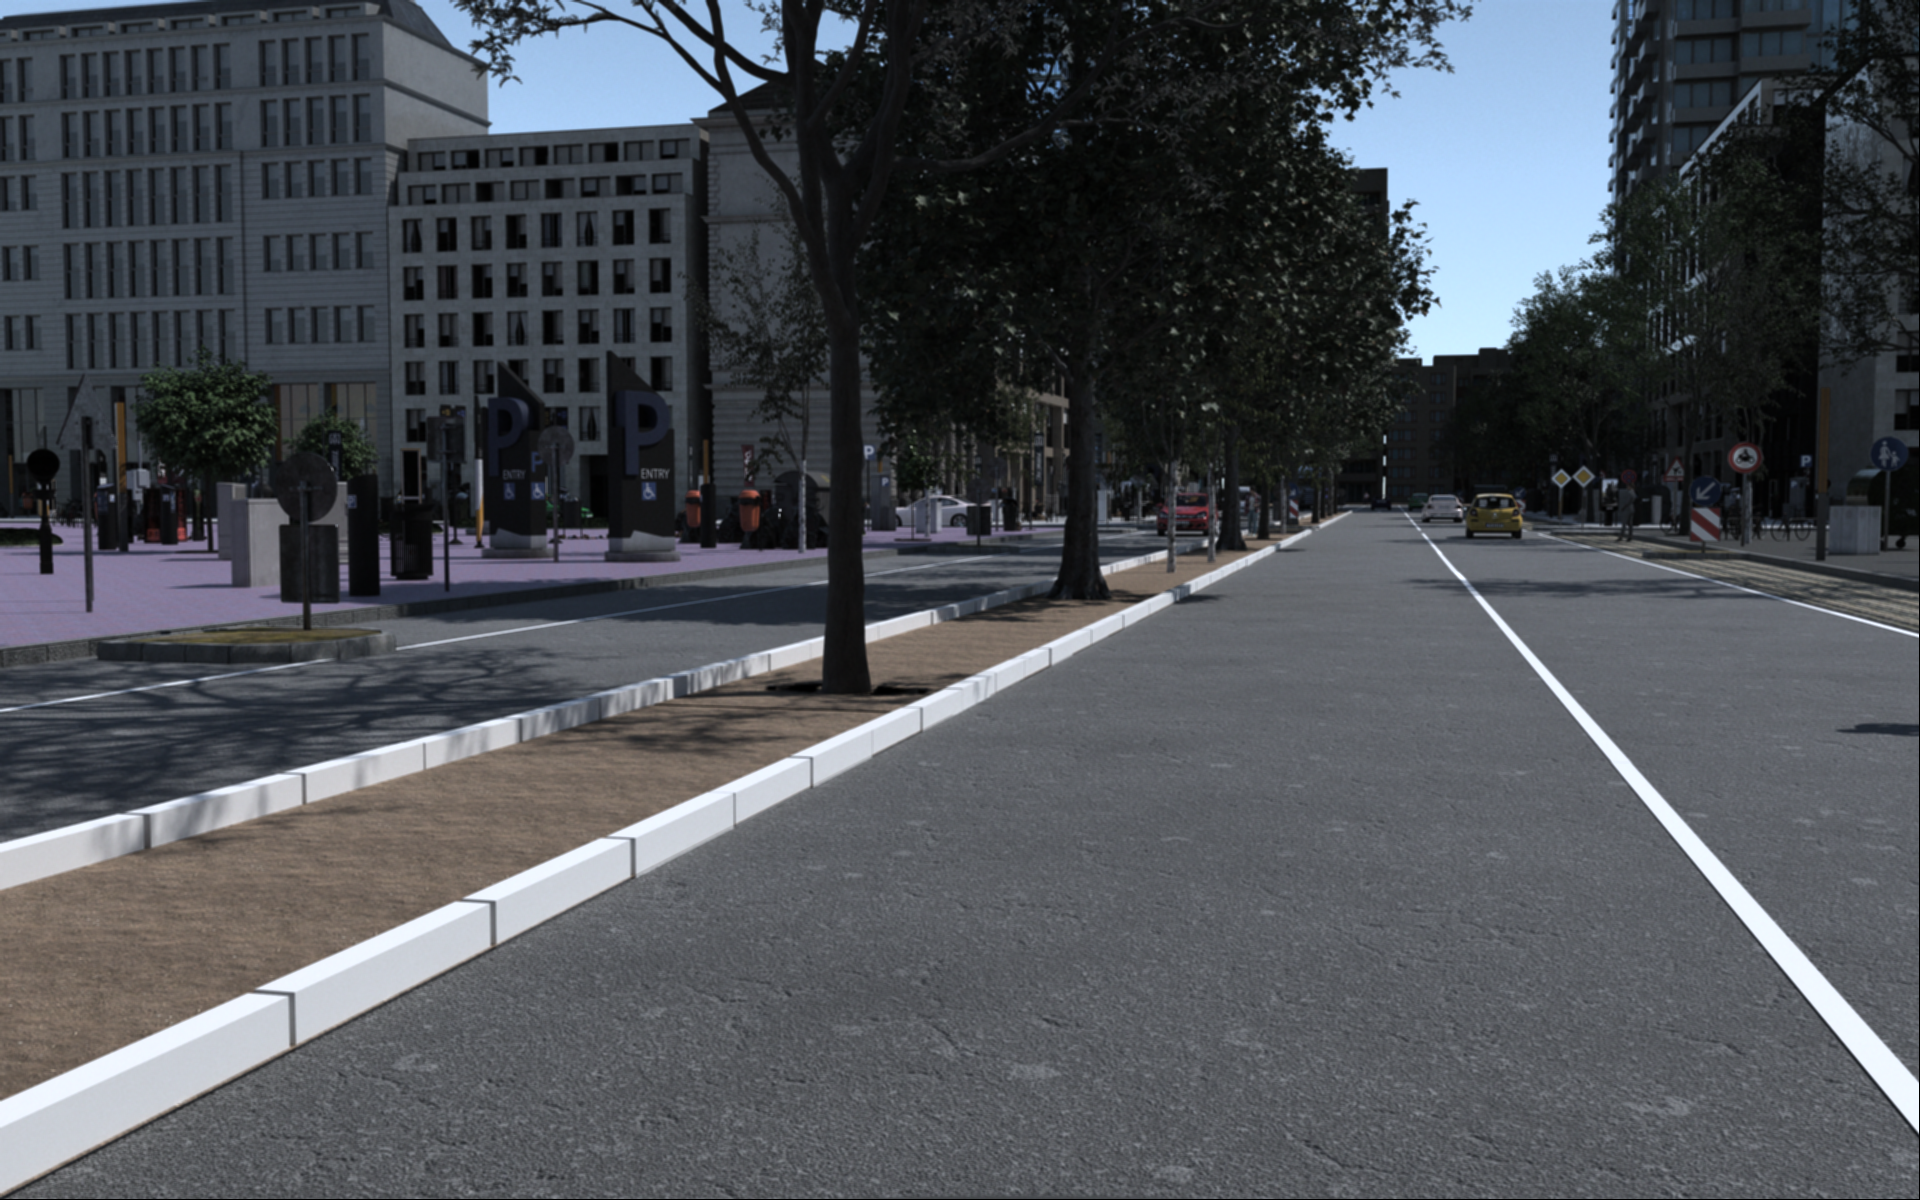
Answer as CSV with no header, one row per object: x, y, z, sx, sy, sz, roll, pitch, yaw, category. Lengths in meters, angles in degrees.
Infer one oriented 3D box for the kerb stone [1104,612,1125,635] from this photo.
1.552,0.264,17.918,0.120,0.150,1.000,1,4,14,kerb stone

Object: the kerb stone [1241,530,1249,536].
10.103,-2.385,61.188,0.120,0.150,1.000,1,4,14,kerb stone

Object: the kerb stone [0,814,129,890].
-3.446,0.965,6.465,0.120,0.150,1.000,1,4,14,kerb stone

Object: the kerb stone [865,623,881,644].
-0.973,0.354,16.420,0.120,0.150,1.000,1,4,14,kerb stone

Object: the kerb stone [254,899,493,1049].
-1.653,1.056,4.967,0.120,0.150,1.000,1,4,14,kerb stone

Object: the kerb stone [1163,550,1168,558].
4.442,-0.986,38.318,0.120,0.150,1.000,1,4,14,kerb stone

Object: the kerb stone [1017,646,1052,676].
0.564,0.508,13.928,0.120,0.150,1.000,1,4,14,kerb stone

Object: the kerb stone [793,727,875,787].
-0.656,0.810,8.951,0.120,0.150,1.000,1,4,14,kerb stone

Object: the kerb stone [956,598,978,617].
0.004,0.113,20.399,0.120,0.150,1.000,1,4,14,kerb stone

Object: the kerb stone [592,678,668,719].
-2.206,0.658,11.444,0.120,0.150,1.000,1,4,14,kerb stone

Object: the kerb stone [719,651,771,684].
-1.716,0.536,13.435,0.120,0.150,1.000,1,4,14,kerb stone

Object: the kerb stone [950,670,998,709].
0.077,0.628,11.935,0.120,0.150,1.000,1,4,14,kerb stone

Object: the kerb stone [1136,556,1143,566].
3.456,-0.741,34.338,0.120,0.150,1.000,1,4,14,kerb stone

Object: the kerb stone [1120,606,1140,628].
1.805,0.201,18.908,0.120,0.150,1.000,1,4,14,kerb stone

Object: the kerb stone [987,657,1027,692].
0.321,0.567,12.930,0.120,0.150,1.000,1,4,14,kerb stone

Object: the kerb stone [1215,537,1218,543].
7.157,-1.655,49.249,0.120,0.150,1.000,1,4,14,kerb stone

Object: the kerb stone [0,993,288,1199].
-1.900,1.120,3.975,0.120,0.150,1.000,1,4,14,kerb stone

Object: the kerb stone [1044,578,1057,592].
1.236,-0.192,25.372,0.120,0.150,1.000,1,4,14,kerb stone

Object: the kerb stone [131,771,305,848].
-3.190,0.903,7.457,0.120,0.150,1.000,1,4,14,kerb stone

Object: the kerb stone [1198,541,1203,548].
6.162,-1.411,45.278,0.120,0.150,1.000,1,4,14,kerb stone

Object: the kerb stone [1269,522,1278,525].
13.691,-3.265,75.654,0.120,0.150,1.000,1,4,14,kerb stone

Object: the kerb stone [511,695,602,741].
-2.455,0.724,10.451,0.120,0.150,1.000,1,4,14,kerb stone

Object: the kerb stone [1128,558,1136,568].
3.211,-0.681,33.327,0.120,0.150,1.000,1,4,14,kerb stone

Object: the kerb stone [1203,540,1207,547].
6.419,-1.472,46.268,0.120,0.150,1.000,1,4,14,kerb stone

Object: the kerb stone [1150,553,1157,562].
3.949,-0.861,36.321,0.120,0.150,1.000,1,4,14,kerb stone

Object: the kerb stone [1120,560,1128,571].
2.963,-0.620,32.336,0.120,0.150,1.000,1,4,14,kerb stone

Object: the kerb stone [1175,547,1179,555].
4.924,-1.108,40.305,0.120,0.150,1.000,1,4,14,kerb stone

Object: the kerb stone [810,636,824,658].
-1.223,0.414,15.422,0.120,0.150,1.000,1,4,14,kerb stone

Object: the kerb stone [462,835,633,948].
-1.402,0.993,5.964,0.120,0.150,1.000,1,4,14,kerb stone

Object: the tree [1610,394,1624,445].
44.611,-9.981,113.552,4.360,8.622,3.978,0,3,0,tree

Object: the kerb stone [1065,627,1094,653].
1.064,0.385,15.927,0.120,0.150,1.000,1,4,14,kerb stone

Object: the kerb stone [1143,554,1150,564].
3.704,-0.803,35.329,0.120,0.150,1.000,1,4,14,kerb stone

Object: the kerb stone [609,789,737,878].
-1.149,0.932,6.961,0.120,0.150,1.000,1,4,14,kerb stone

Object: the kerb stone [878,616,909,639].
-0.731,0.293,17.412,0.120,0.150,1.000,1,4,14,kerb stone

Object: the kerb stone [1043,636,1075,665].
0.824,0.445,14.929,0.120,0.150,1.000,1,4,14,kerb stone

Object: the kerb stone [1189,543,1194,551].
5.678,-1.287,43.280,0.120,0.150,1.000,1,4,14,kerb stone

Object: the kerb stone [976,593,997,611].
0.259,0.049,21.389,0.120,0.150,1.000,1,4,14,kerb stone

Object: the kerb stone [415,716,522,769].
-2.701,0.783,9.449,0.120,0.150,1.000,1,4,14,kerb stone

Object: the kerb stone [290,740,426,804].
-2.943,0.840,8.456,0.120,0.150,1.000,1,4,14,kerb stone

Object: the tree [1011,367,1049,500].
2.745,-8.426,88.122,4.737,8.622,4.395,0,3,0,tree

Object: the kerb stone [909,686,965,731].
-0.164,0.692,10.942,0.120,0.150,1.000,1,4,14,kerb stone

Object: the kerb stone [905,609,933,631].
-0.494,0.232,18.407,0.120,0.150,1.000,1,4,14,kerb stone

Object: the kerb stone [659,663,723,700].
-1.961,0.597,12.437,0.120,0.150,1.000,1,4,14,kerb stone

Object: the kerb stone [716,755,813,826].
-0.906,0.874,7.956,0.120,0.150,1.000,1,4,14,kerb stone

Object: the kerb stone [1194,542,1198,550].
5.919,-1.351,44.286,0.120,0.150,1.000,1,4,14,kerb stone

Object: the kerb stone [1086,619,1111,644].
1.311,0.324,16.919,0.120,0.150,1.000,1,4,14,kerb stone

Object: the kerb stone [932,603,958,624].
-0.231,0.171,19.400,0.120,0.150,1.000,1,4,14,kerb stone

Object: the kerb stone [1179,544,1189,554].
5.423,-1.229,42.288,0.120,0.150,1.000,1,4,14,kerb stone

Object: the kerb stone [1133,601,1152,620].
2.046,0.142,19.901,0.120,0.150,1.000,1,4,14,kerb stone

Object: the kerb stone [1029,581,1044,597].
0.988,-0.133,24.371,0.120,0.150,1.000,1,4,14,kerb stone

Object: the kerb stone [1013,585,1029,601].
0.740,-0.072,23.379,0.120,0.150,1.000,1,4,14,kerb stone

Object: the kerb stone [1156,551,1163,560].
4.202,-0.925,37.312,0.120,0.150,1.000,1,4,14,kerb stone

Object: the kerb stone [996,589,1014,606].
0.499,-0.011,22.386,0.120,0.150,1.000,1,4,14,kerb stone

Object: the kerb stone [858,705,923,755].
-0.416,0.753,9.945,0.120,0.150,1.000,1,4,14,kerb stone

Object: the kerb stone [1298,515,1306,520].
19.863,-4.794,100.576,0.120,0.150,1.000,1,4,14,kerb stone

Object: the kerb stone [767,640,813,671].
-1.463,0.476,14.426,0.120,0.150,1.000,1,4,14,kerb stone

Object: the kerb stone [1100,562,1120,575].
2.710,-0.555,31.341,0.120,0.150,1.000,1,4,14,kerb stone
